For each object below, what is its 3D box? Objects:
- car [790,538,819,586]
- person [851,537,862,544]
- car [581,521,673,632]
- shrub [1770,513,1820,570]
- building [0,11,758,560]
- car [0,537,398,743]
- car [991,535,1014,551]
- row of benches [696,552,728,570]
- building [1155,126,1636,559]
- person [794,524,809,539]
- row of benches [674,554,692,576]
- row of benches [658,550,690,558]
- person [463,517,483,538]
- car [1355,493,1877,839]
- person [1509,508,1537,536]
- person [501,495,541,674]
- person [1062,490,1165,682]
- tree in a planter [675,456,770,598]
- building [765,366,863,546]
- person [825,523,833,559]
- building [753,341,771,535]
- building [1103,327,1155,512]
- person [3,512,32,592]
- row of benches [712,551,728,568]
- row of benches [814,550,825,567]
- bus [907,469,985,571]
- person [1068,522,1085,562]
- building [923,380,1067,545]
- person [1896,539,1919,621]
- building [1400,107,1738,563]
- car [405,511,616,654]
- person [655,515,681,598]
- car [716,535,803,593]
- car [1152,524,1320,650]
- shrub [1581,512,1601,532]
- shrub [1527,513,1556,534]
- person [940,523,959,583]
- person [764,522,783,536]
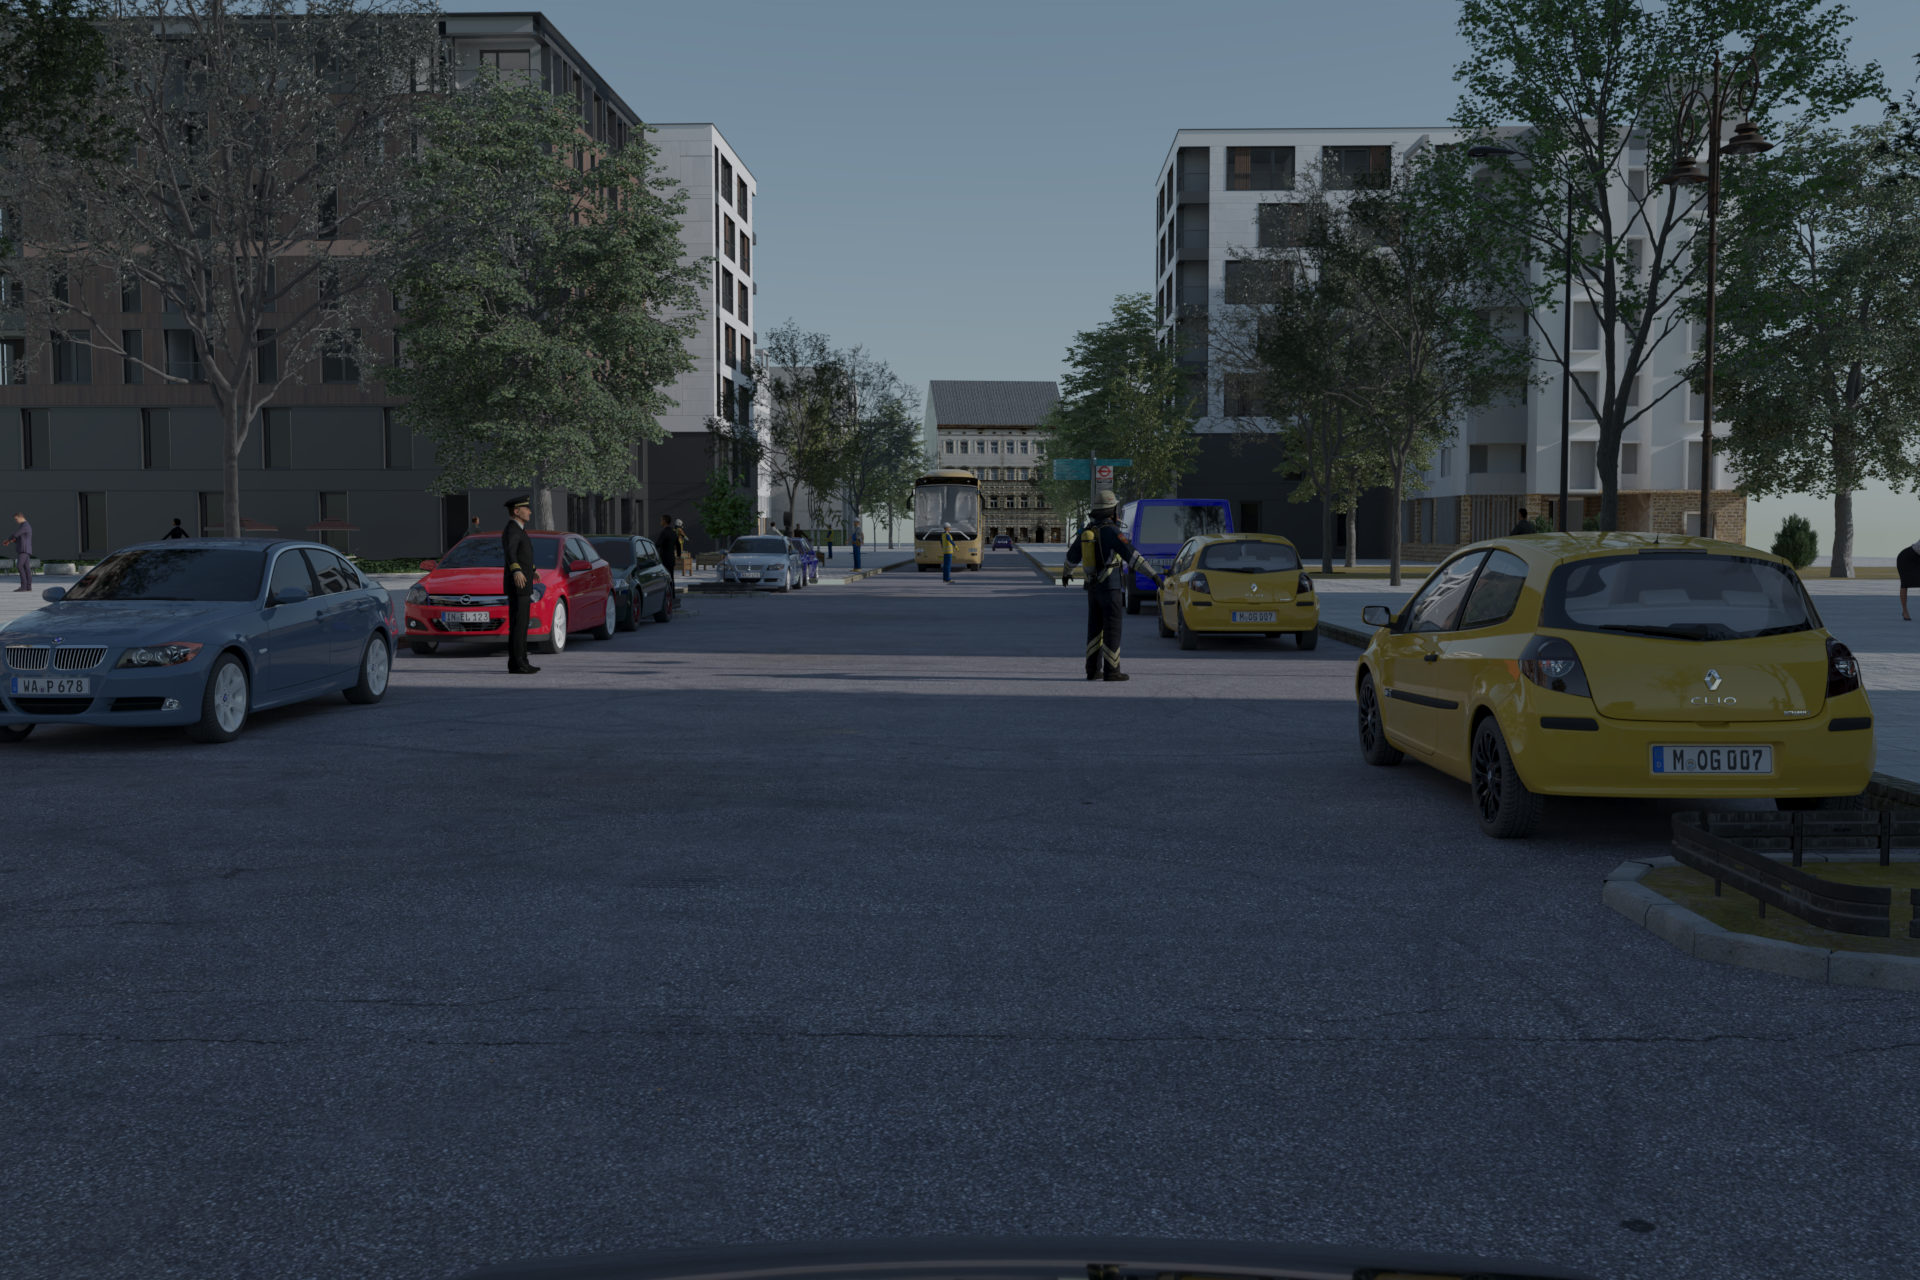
[{"bbox_3d":[-5.011,-2.223,48.930,1.945,1.354,3.894,0,4,1],"label":"car"},{"bbox_3d":[-5.212,-4.816,88.002,0.599,1.433,0.991,-3,4,-38],"label":"person"},{"bbox_3d":[-5.576,-1.034,26.700,2.009,1.686,4.222,0,4,1],"label":"car"},{"bbox_3d":[29.784,-3.531,61.781,1.661,2.075,1.752,0,3,0],"label":"shrub"},{"bbox_3d":[-26.277,-14.731,84.824,27.936,21.610,32.646,0,4,2],"label":"building"},{"bbox_3d":[-5.823,-0.086,13.412,2.014,1.417,4.499,0,4,2],"label":"car"},{"bbox_3d":[3.583,-8.206,146.753,1.945,1.354,3.894,0,4,0],"label":"car"},{"bbox_3d":[-7.310,-2.772,60.790,4.104,0.672,1.422,1,4,21],"label":"row of benches"},{"bbox_3d":[25.424,-15.878,103.577,27.936,21.610,32.646,0,4,2],"label":"building"},{"bbox_3d":[-8.161,-4.975,87.482,1.346,1.812,0.704,-3,4,-36],"label":"person"},{"bbox_3d":[-10.089,-2.305,53.153,4.104,0.672,1.422,1,4,14],"label":"row of benches"},{"bbox_3d":[-12.126,-3.120,66.476,4.104,0.672,1.422,-3,5,-40],"label":"row of benches"},{"bbox_3d":[-14.384,-2.766,51.497,1.348,1.796,0.705,2,4,32],"label":"person"},{"bbox_3d":[3.349,0.040,9.565,2.015,1.641,3.980,0,4,1],"label":"car"},{"bbox_3d":[11.633,-1.826,35.918,1.348,1.821,0.705,-2,4,-34],"label":"person"},{"bbox_3d":[-4.519,-0.579,17.857,0.705,1.837,1.347,0,4,-7],"label":"person"},{"bbox_3d":[1.435,-0.533,16.952,0.705,1.856,1.354,-3,5,-41],"label":"person"},{"bbox_3d":[-5.421,-2.599,39.709,1.991,3.239,1.994,0,4,2],"label":"tree in a planter"},{"bbox_3d":[-20.666,-20.314,198.597,16.747,18.905,31.486,0,4,1],"label":"building"},{"bbox_3d":[-6.725,-5.088,89.151,0.705,1.833,1.349,0,4,7],"label":"person"},{"bbox_3d":[-24.973,-18.968,166.544,16.016,20.090,11.380,0,4,2],"label":"building"},{"bbox_3d":[29.130,-20.963,186.720,27.936,21.610,32.646,0,4,1],"label":"building"},{"bbox_3d":[-20.986,-1.963,38.584,0.568,1.767,0.683,-2,4,-26],"label":"person"},{"bbox_3d":[-7.607,-3.020,64.842,4.104,0.672,1.422,2,4,31],"label":"row of benches"},{"bbox_3d":[-7.154,-3.274,68.987,4.104,0.672,1.422,2,4,27],"label":"row of benches"},{"bbox_3d":[-0.344,-4.774,69.594,2.896,3.916,12.252,0,4,2],"label":"bus"},{"bbox_3d":[5.599,-4.476,79.303,1.347,1.817,0.704,-1,4,-15],"label":"person"},{"bbox_3d":[4.692,-25.263,246.434,18.063,23.208,19.493,0,4,-7],"label":"building"},{"bbox_3d":[14.211,-0.994,25.483,0.799,1.438,0.628,3,4,36],"label":"person"},{"bbox_3d":[26.531,-13.877,83.315,16.016,20.090,11.380,0,4,2],"label":"building"},{"bbox_3d":[-5.637,-0.795,22.036,2.155,1.783,4.494,0,4,1],"label":"car"},{"bbox_3d":[-5.686,-1.515,33.459,0.704,1.802,1.346,1,4,20],"label":"person"},{"bbox_3d":[-5.005,-1.940,43.729,2.014,1.417,4.499,0,4,1],"label":"car"},{"bbox_3d":[3.579,-0.768,22.778,2.015,1.641,3.980,0,4,1],"label":"car"},{"bbox_3d":[22.654,-3.518,61.567,1.661,2.075,1.752,0,3,0],"label":"shrub"},{"bbox_3d":[21.917,-3.771,65.702,1.661,2.075,1.752,0,3,0],"label":"shrub"},{"bbox_3d":[-0.301,-2.590,51.264,0.721,1.772,1.216,-1,4,-22],"label":"person"},{"bbox_3d":[-8.030,-4.184,74.589,1.347,1.806,0.705,1,4,22],"label":"person"}]
